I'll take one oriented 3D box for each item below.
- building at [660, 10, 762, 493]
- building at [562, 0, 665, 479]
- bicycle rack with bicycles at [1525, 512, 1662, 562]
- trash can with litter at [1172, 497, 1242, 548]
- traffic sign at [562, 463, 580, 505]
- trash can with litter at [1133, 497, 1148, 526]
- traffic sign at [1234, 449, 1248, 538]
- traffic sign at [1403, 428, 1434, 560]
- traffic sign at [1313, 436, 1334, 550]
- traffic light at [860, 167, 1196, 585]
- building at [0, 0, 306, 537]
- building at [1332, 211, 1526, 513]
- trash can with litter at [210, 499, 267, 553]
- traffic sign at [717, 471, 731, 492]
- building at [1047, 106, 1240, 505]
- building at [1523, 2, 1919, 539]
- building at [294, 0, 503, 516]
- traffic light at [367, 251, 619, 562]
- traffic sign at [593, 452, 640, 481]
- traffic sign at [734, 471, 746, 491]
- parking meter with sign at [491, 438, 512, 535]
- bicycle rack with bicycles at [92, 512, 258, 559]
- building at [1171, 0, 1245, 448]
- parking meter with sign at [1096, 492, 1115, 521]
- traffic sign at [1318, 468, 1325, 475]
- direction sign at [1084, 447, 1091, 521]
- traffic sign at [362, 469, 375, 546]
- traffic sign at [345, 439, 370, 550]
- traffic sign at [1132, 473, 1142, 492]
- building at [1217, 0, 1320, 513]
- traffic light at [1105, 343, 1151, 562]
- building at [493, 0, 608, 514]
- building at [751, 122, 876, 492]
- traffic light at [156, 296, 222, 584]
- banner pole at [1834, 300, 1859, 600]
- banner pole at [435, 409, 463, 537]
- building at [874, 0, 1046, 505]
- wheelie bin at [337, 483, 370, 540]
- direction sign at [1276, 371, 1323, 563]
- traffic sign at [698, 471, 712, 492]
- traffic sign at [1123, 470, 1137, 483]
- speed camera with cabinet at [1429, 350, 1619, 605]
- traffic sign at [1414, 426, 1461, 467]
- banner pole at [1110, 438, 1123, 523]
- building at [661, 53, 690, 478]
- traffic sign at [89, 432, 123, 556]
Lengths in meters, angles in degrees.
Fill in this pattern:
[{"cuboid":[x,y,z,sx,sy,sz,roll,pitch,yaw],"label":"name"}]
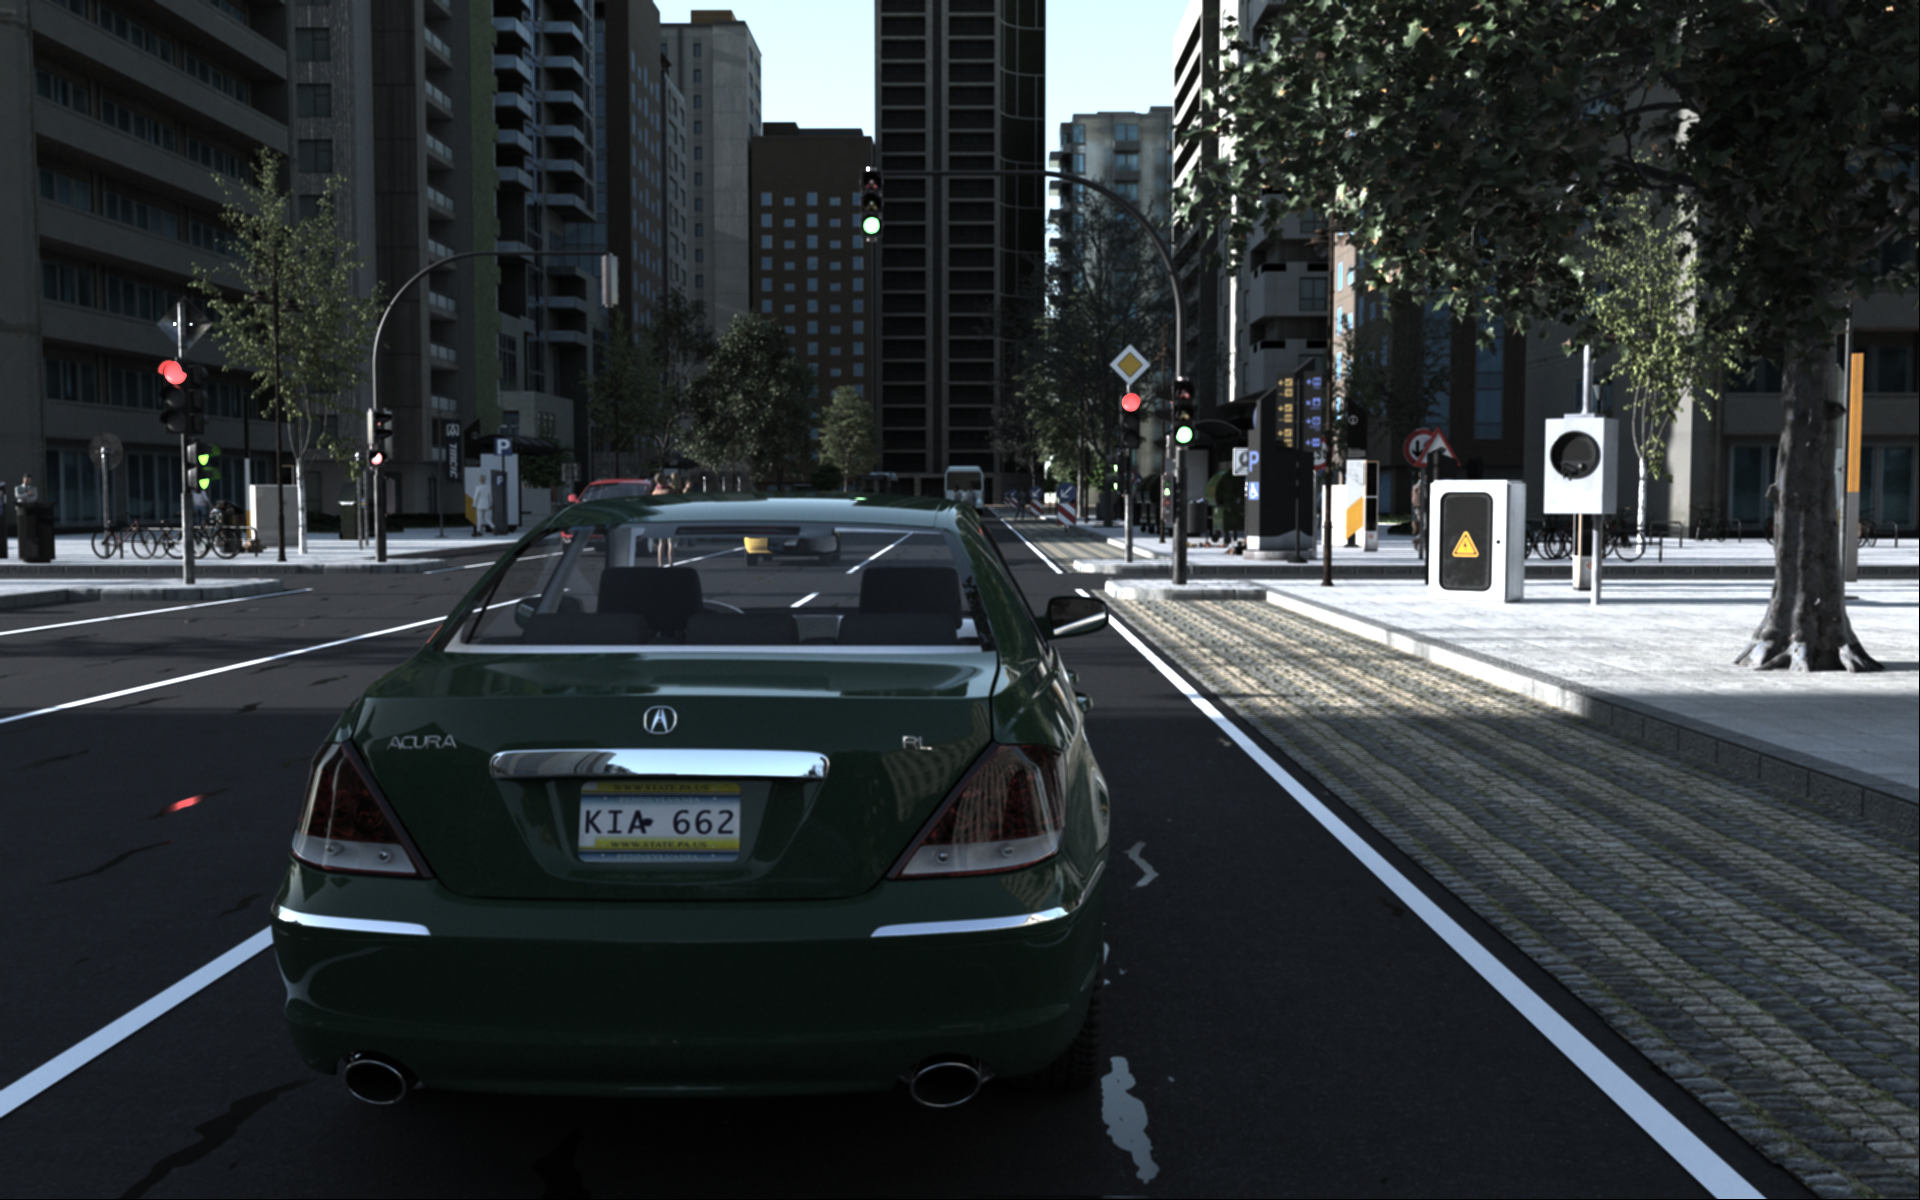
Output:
[{"cuboid":[-38.890,-41.167,215.071,28.212,58.520,21.231,0,4,0],"label":"building"},{"cuboid":[-33.120,-30.292,145.389,14.600,45.320,14.200,0,4,0],"label":"building"},{"cuboid":[12.011,-1.231,33.502,2.925,0.926,2.852,-1,4,-13],"label":"bicycle rack with bicycles"},{"cuboid":[6.105,-1.871,41.652,2.233,1.210,1.678,0,4,-4],"label":"trash can with litter"},{"cuboid":[-12.597,-3.301,56.107,0.606,2.300,0.079,0,4,1],"label":"traffic sign"},{"cuboid":[7.249,-3.601,70.268,1.055,1.170,0.624,-2,4,-30],"label":"trash can with litter"},{"cuboid":[6.371,-2.225,38.503,0.606,2.300,0.079,0,4,3],"label":"traffic sign"},{"cuboid":[9.007,-2.058,33.755,0.768,2.556,0.104,0,4,4],"label":"traffic sign"},{"cuboid":[7.662,-2.277,37.331,0.768,2.556,0.104,0,4,3],"label":"traffic sign"},{"cuboid":[0.997,-3.039,24.356,4.771,5.953,1.251,0,4,0],"label":"traffic light"},{"cuboid":[-37.942,-26.699,60.235,21.300,48.544,21.600,0,4,0],"label":"building"},{"cuboid":[28.176,-26.974,91.139,14.600,45.320,14.200,0,4,0],"label":"building"},{"cuboid":[-15.743,-1.616,37.802,0.624,1.170,1.055,2,4,31],"label":"trash can with litter"},{"cuboid":[-13.168,-5.910,96.735,0.768,2.556,0.104,0,4,1],"label":"traffic sign"},{"cuboid":[26.200,-36.508,216.508,30.456,49.044,23.786,0,4,0],"label":"building"},{"cuboid":[31.343,-26.586,58.388,21.600,48.544,21.300,0,4,0],"label":"building"},{"cuboid":[-31.850,-24.624,86.204,14.154,41.232,14.086,0,4,0],"label":"building"},{"cuboid":[-8.814,-3.542,32.581,4.771,5.953,1.251,0,4,0],"label":"traffic light"},{"cuboid":[-16.613,-5.502,83.832,2.265,3.308,0.079,0,4,3],"label":"traffic sign"},{"cuboid":[-12.324,-5.916,96.825,0.768,2.556,0.104,0,4,2],"label":"traffic sign"},{"cuboid":[-14.502,-3.568,54.601,0.543,3.016,1.738,-1,4,-23],"label":"parking meter with sign"},{"cuboid":[-15.469,-1.309,34.786,2.925,0.926,2.852,2,4,25],"label":"bicycle rack with bicycles"},{"cuboid":[31.155,-32.646,157.470,21.300,48.544,21.600,0,4,0],"label":"building"},{"cuboid":[7.074,-5.335,83.482,0.543,3.016,1.738,-1,4,-21],"label":"parking meter with sign"},{"cuboid":[10.173,-3.052,50.006,0.768,2.556,0.104,0,4,5],"label":"traffic sign"},{"cuboid":[6.177,-5.624,83.950,0.379,3.537,0.876,-1,4,-9],"label":"direction sign"},{"cuboid":[-14.665,-2.608,42.748,0.768,2.556,0.104,1,4,8],"label":"traffic sign"},{"cuboid":[-13.797,-2.427,39.793,0.768,2.556,0.104,1,4,9],"label":"traffic sign"},{"cuboid":[10.594,-6.368,104.217,0.768,2.556,0.104,1,4,9],"label":"traffic sign"},{"cuboid":[34.970,-33.211,132.238,28.713,52.752,27.495,0,4,0],"label":"building"},{"cuboid":[3.154,-2.663,32.466,0.839,4.253,0.868,0,4,0],"label":"traffic light"},{"cuboid":[-37.623,-49.476,121.599,22.319,86.520,31.000,0,4,0],"label":"building"},{"cuboid":[-17.396,-34.346,211.671,14.200,45.320,14.600,0,4,0],"label":"building"},{"cuboid":[-10.972,-2.181,24.578,0.839,4.253,0.868,0,4,0],"label":"traffic light"},{"cuboid":[10.682,-1.913,21.296,0.401,3.779,0.863,-2,4,-26],"label":"banner pole"},{"cuboid":[-15.134,-3.744,51.233,0.863,3.779,0.401,0,4,-1],"label":"banner pole"},{"cuboid":[0.241,-47.428,213.698,20.611,71.187,20.563,0,4,0],"label":"building"},{"cuboid":[-17.007,-2.488,48.586,0.980,1.594,0.693,1,4,19],"label":"wheelie bin"},{"cuboid":[6.280,-2.455,32.128,0.876,3.537,0.379,2,4,31],"label":"direction sign"},{"cuboid":[-14.307,-5.940,97.225,0.768,2.556,0.104,0,4,4],"label":"traffic sign"},{"cuboid":[8.486,-5.316,87.014,0.768,2.556,0.104,0,4,4],"label":"traffic sign"},{"cuboid":[6.621,-1.594,20.403,2.038,3.252,0.660,3,4,37],"label":"speed camera with cabinet"},{"cuboid":[9.197,-2.043,33.405,0.884,2.594,0.081,0,4,5],"label":"traffic sign"},{"cuboid":[6.962,-5.365,77.732,0.863,3.779,0.401,-2,4,-27],"label":"banner pole"},{"cuboid":[-33.228,-29.347,163.423,14.086,41.232,14.154,0,4,0],"label":"building"},{"cuboid":[-17.640,-2.181,35.759,0.768,2.556,0.104,1,4,9],"label":"traffic sign"}]
